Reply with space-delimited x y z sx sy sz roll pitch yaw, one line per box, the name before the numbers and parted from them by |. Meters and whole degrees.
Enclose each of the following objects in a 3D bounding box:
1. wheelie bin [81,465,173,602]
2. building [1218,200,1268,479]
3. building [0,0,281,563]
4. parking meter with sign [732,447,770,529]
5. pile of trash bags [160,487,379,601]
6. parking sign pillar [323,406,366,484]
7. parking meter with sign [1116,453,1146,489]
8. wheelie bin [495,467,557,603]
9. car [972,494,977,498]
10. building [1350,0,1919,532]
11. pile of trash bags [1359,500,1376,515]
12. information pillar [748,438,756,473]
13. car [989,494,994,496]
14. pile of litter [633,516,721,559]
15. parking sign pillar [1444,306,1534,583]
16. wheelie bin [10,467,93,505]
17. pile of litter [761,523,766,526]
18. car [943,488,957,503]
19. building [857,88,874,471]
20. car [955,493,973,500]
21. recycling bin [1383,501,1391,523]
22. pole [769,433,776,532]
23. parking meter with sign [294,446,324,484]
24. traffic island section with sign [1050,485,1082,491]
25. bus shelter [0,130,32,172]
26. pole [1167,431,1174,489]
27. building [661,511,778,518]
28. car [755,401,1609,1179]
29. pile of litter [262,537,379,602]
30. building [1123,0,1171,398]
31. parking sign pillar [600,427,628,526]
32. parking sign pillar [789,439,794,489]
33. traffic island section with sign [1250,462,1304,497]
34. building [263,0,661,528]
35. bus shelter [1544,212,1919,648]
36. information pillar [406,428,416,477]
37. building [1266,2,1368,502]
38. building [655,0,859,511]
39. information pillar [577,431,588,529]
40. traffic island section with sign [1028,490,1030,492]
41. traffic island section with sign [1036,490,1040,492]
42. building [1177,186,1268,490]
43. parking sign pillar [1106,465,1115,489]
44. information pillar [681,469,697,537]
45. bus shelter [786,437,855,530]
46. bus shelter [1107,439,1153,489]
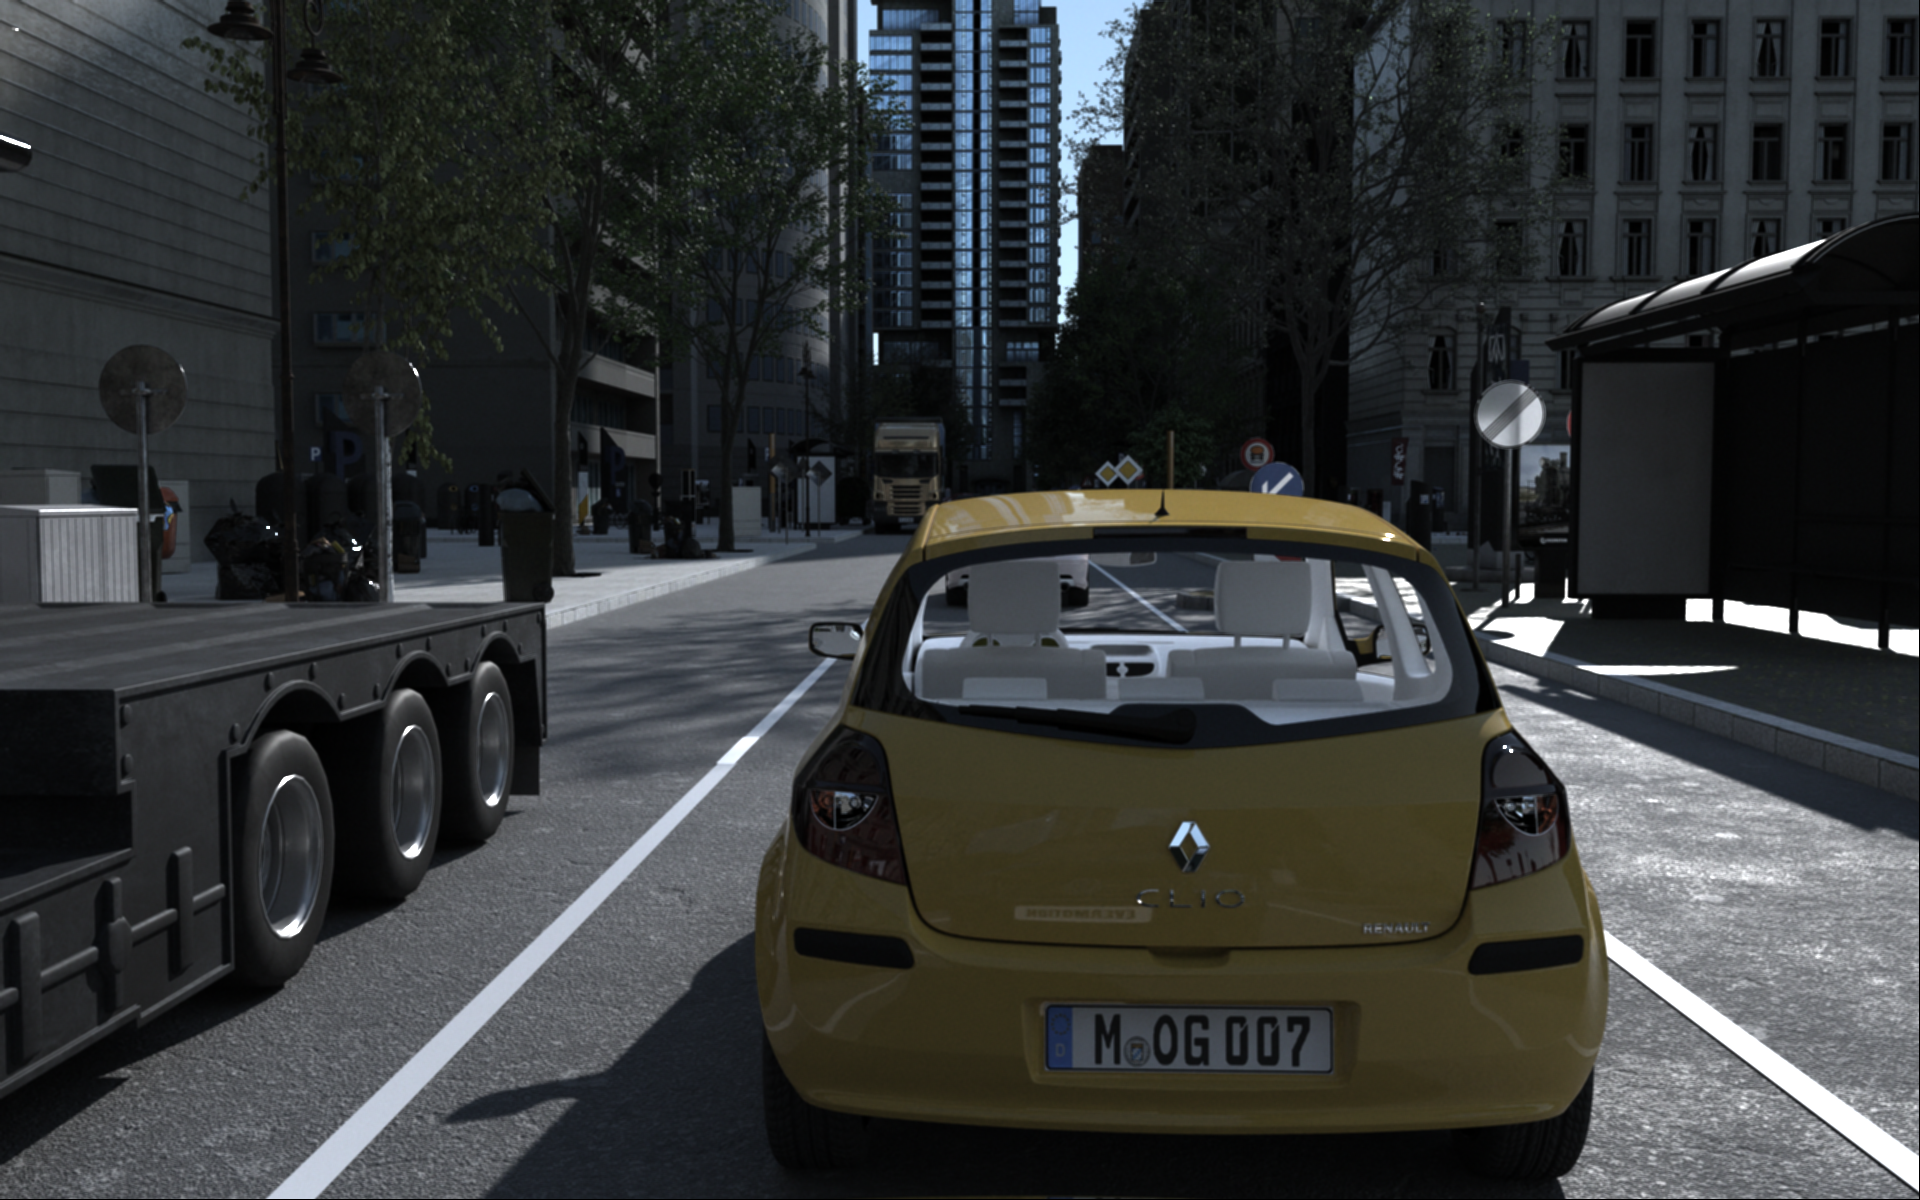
wheelie bin | -9.038 -0.658 18.671 0.693 1.594 0.980 3 5 44
building | 20.753 -14.283 98.159 10.561 19.102 19.286 0 4 1
building | -35.714 -15.358 27.521 44.131 29.872 17.030 0 4 1
parking meter with sign | -7.761 -4.116 63.552 1.738 3.016 0.543 -2 4 -32
pile of trash bags | -8.891 -0.736 21.788 3.447 1.369 1.912 1 4 11
parking sign pillar | -19.099 -3.995 53.796 1.447 3.967 1.447 2 4 28
parking meter with sign | 7.460 -4.684 72.849 1.738 3.016 0.543 3 4 37
wheelie bin | -5.155 -0.773 20.539 0.693 1.594 0.980 -1 4 -18
car | 1.293 -10.518 183.978 2.014 1.417 4.499 0 4 1
building | 24.008 -13.074 62.917 18.267 20.994 9.793 0 4 1
pile of trash bags | 27.981 -6.891 122.414 3.447 1.369 1.912 2 4 25
information pillar | -8.710 -4.962 72.482 0.183 3.616 0.504 2 4 26
car | 3.459 -9.787 170.240 2.015 1.641 3.980 0 4 1
pile of litter | -5.638 -1.255 34.489 1.719 0.858 1.176 2 4 26
parking sign pillar | 7.946 -2.272 25.617 1.447 3.967 1.447 0 4 -2
wheelie bin | -11.179 -0.797 20.945 0.693 1.594 0.980 1 4 15
pile of litter | -8.575 -3.444 70.272 1.176 0.858 1.719 -2 4 -32
car | -1.275 -5.836 104.094 2.281 1.827 5.304 0 4 2
building | -16.966 -32.860 187.378 14.200 45.320 14.600 0 4 1
car | 0.346 -8.035 140.405 2.155 1.783 4.494 0 4 0
recycling bin | 14.320 -2.850 59.145 0.722 1.027 0.722 1 4 11
pole | -6.307 -3.936 58.201 0.158 3.312 0.155 0 3 0
parking meter with sign | -23.805 -4.064 62.715 0.543 3.016 1.738 1 4 16
traffic island section with sign | 4.973 -4.158 76.607 1.989 1.847 2.006 0 4 1
bus shelter | -6.583 -1.721 5.766 2.179 5.291 8.768 0 4 1
pole | 6.784 -3.794 55.875 0.158 3.312 0.155 0 3 0
building | -18.829 -34.555 106.979 21.231 58.520 28.212 0 4 1
car | 0.491 0.315 5.078 2.015 1.641 3.980 0 4 2
pile of litter | -6.589 -0.225 17.643 1.719 0.858 1.176 -2 4 -25
building | 27.215 -33.286 167.924 21.300 48.544 21.600 0 4 1
parking sign pillar | -14.083 -5.014 70.443 1.447 3.967 1.447 1 4 21
parking sign pillar | -7.718 -5.890 84.766 1.447 3.967 1.447 0 4 -4
traffic island section with sign | 3.804 -0.822 22.064 1.989 1.847 2.006 0 4 1
building | -25.787 -27.577 74.581 21.300 48.544 21.600 0 4 1
bus shelter | 6.999 -1.302 15.207 2.014 3.302 5.546 0 4 1
information pillar | -19.130 -4.222 60.381 0.183 3.616 0.504 1 4 17
building | 21.671 -15.339 80.478 12.332 23.373 15.834 0 4 1
building | -21.372 -38.154 165.809 21.231 58.520 28.212 0 4 1
information pillar | -14.062 -4.477 64.560 0.183 3.616 0.504 2 4 26
traffic island section with sign | 7.246 -10.545 181.045 1.989 1.847 2.006 0 4 1
traffic island section with sign | 5.566 -5.806 103.555 1.989 1.847 2.006 0 4 1
building | 20.223 -16.411 117.479 9.793 20.994 18.267 0 4 1
parking sign pillar | 8.970 -6.960 102.269 1.447 3.967 1.447 1 4 11
information pillar | -8.074 -2.878 51.555 0.304 2.012 0.304 2 4 26
bus shelter | -5.124 -4.304 64.289 2.014 3.302 5.546 0 4 1
bus shelter | 7.613 -5.251 77.137 1.731 3.624 6.357 0 4 1
